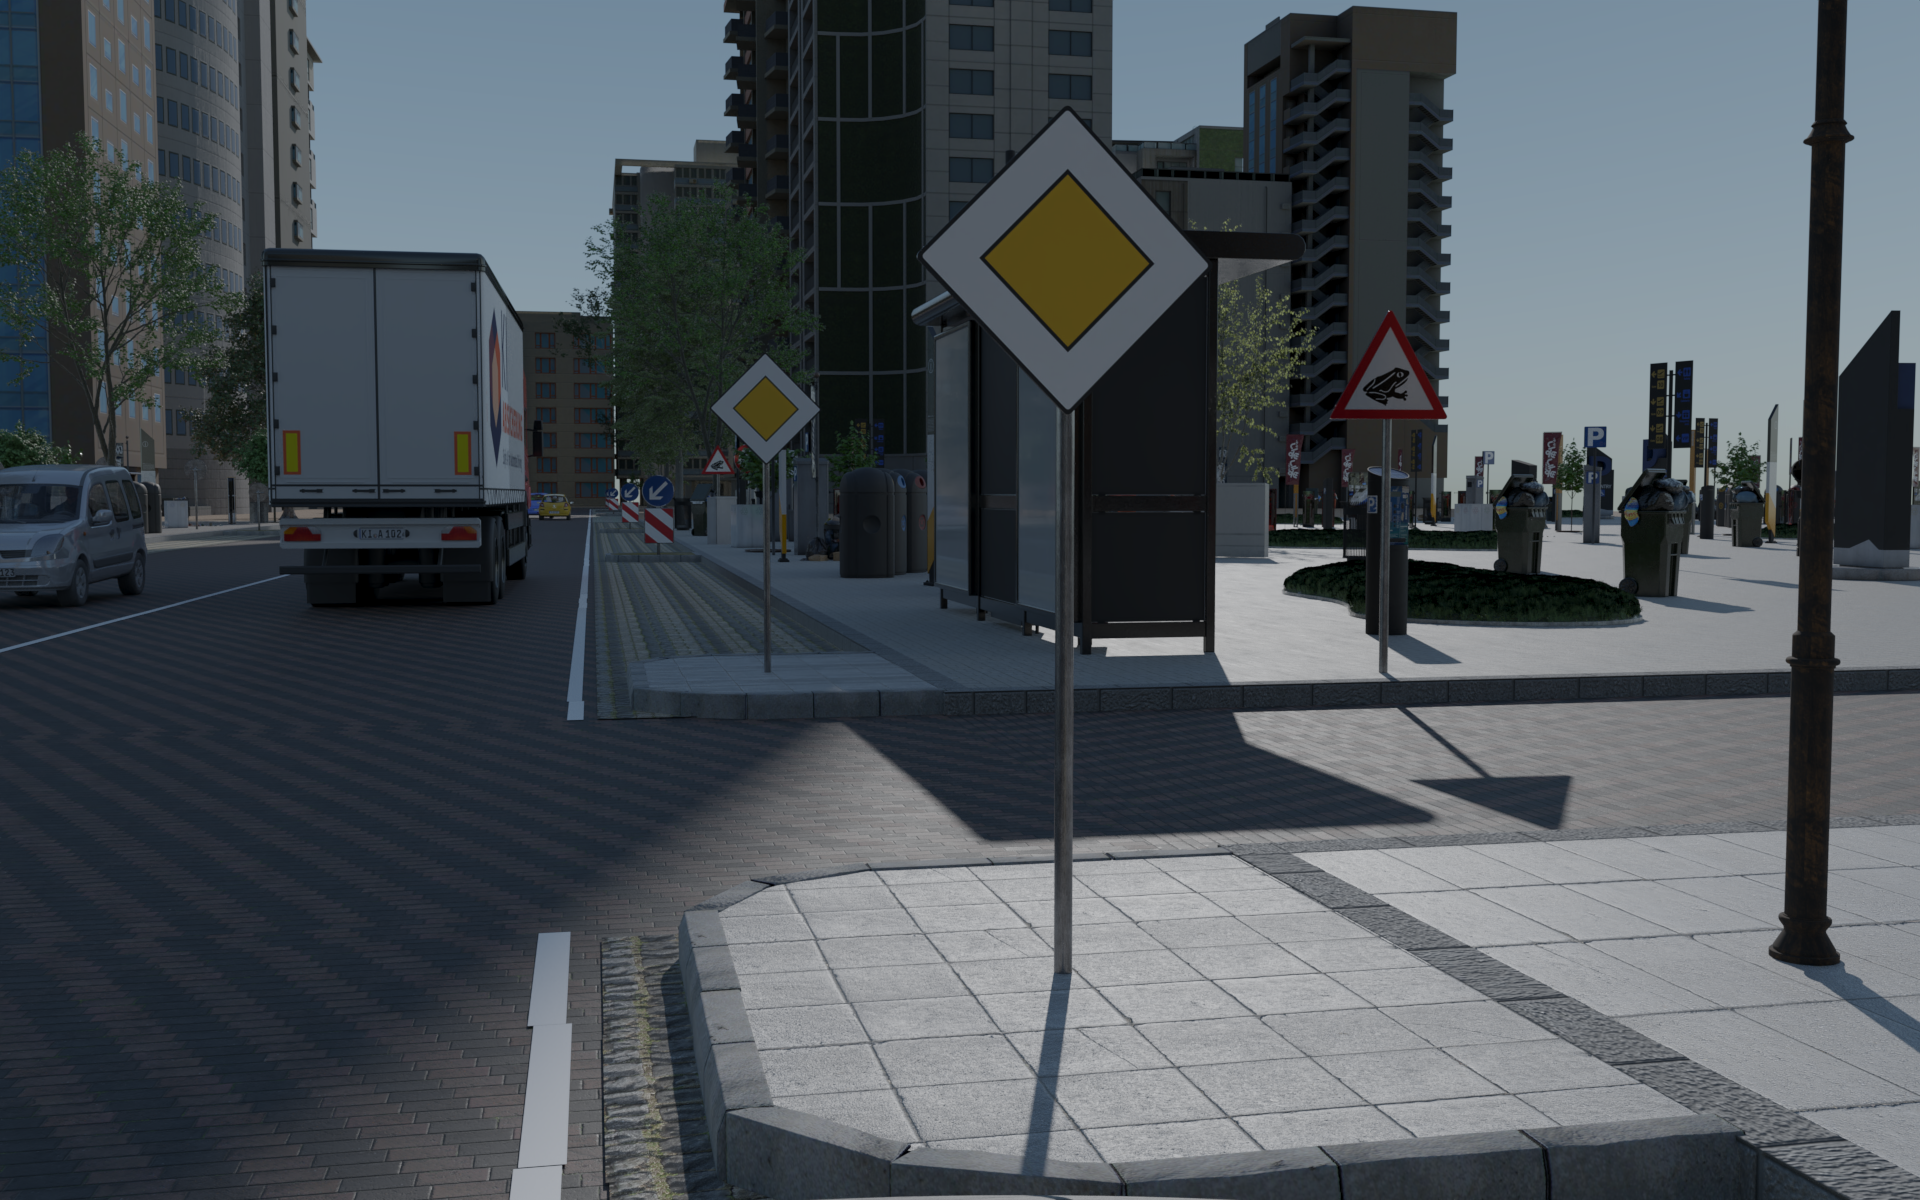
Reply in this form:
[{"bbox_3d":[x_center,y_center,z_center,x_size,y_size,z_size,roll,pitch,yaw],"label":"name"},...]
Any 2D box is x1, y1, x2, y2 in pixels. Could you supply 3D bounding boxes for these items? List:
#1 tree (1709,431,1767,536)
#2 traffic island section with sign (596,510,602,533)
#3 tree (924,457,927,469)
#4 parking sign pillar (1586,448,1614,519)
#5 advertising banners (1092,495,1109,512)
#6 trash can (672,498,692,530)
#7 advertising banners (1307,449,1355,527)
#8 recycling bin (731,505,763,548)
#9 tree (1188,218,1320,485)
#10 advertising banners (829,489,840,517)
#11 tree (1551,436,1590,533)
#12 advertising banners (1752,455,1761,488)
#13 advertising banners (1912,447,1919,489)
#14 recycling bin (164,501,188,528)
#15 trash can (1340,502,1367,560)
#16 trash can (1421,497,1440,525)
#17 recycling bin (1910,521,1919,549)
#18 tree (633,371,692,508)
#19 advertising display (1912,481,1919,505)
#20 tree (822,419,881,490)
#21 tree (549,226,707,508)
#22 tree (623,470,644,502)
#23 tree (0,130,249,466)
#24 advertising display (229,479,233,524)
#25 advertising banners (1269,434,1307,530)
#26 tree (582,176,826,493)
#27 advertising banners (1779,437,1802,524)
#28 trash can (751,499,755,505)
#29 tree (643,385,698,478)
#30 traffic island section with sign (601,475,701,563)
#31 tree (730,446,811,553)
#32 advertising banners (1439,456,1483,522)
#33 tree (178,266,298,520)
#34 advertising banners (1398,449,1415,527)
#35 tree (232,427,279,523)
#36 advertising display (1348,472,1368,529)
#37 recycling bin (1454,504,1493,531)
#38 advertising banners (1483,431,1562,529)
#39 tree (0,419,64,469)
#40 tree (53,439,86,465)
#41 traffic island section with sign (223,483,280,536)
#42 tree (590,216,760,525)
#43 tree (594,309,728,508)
[{"bbox_3d":[23.910,-3.594,53.361,1.663,3.219,1.824,0,3,0],"label":"tree"},{"bbox_3d":[-12.288,-3.378,63.852,1.989,1.847,2.006,-1,4,-12],"label":"traffic island section with sign"},{"bbox_3d":[-0.969,-5.081,77.672,1.663,3.219,1.824,0,3,0],"label":"tree"},{"bbox_3d":[32.813,-6.136,88.792,1.447,3.967,1.447,0,4,-2],"label":"parking sign pillar"},{"bbox_3d":[1.787,-1.904,27.325,0.090,3.025,2.074,3,5,41],"label":"advertising banners"},{"bbox_3d":[-9.786,-3.029,61.177,0.748,1.137,0.748,0,3,0],"label":"trash can"},{"bbox_3d":[14.199,-4.323,66.868,2.074,3.025,0.090,0,4,4],"label":"advertising banners"},{"bbox_3d":[-5.087,-1.780,41.655,0.722,1.027,0.722,-1,4,-20],"label":"recycling bin"},{"bbox_3d":[7.096,-5.862,46.211,4.360,8.622,3.978,0,3,0],"label":"tree"},{"bbox_3d":[-3.702,-3.466,52.863,0.090,3.025,2.074,3,5,44],"label":"advertising banners"},{"bbox_3d":[20.656,-3.882,58.075,1.663,3.219,1.824,0,3,0],"label":"tree"},{"bbox_3d":[36.234,-4.958,77.254,2.074,3.025,0.090,3,5,39],"label":"advertising banners"},{"bbox_3d":[35.981,-4.179,64.513,2.074,3.025,0.090,-2,4,-32],"label":"advertising banners"},{"bbox_3d":[-29.734,-3.250,65.695,0.722,1.027,0.722,-2,4,-34],"label":"recycling bin"},{"bbox_3d":[7.611,-1.307,33.020,0.748,1.137,0.748,0,3,0],"label":"trash can"},{"bbox_3d":[19.851,-3.758,73.099,0.748,1.137,0.748,0,3,0],"label":"trash can"},{"bbox_3d":[22.055,-1.718,40.638,0.722,1.027,0.722,1,4,12],"label":"recycling bin"},{"bbox_3d":[-16.695,-8.954,96.763,4.737,8.622,4.395,0,3,0],"label":"tree"},{"bbox_3d":[46.388,-4.788,83.490,0.974,1.923,0.123,0,4,-6],"label":"advertising display"},{"bbox_3d":[-2.897,-3.084,45.022,1.663,3.219,1.824,0,3,0],"label":"tree"},{"bbox_3d":[-23.460,-16.477,125.288,12.611,20.169,13.585,0,3,0],"label":"tree"},{"bbox_3d":[-25.953,-8.727,137.286,1.663,3.219,1.824,0,3,0],"label":"tree"},{"bbox_3d":[-25.281,-7.662,51.036,9.928,11.665,9.643,0,3,0],"label":"tree"},{"bbox_3d":[-30.919,-4.173,73.444,0.123,1.923,0.974,-1,4,-23],"label":"advertising display"},{"bbox_3d":[8.999,-3.333,50.678,2.074,3.025,0.090,1,4,15],"label":"advertising banners"},{"bbox_3d":[-8.382,-8.099,58.179,9.928,11.665,9.643,0,3,0],"label":"tree"},{"bbox_3d":[25.739,-3.512,53.603,0.090,3.025,2.074,1,4,8],"label":"advertising banners"},{"bbox_3d":[-6.221,-2.606,54.260,0.748,1.137,0.748,0,3,0],"label":"trash can"},{"bbox_3d":[-18.426,-9.716,109.218,4.360,8.622,3.978,0,3,0],"label":"tree"},{"bbox_3d":[-6.574,-1.734,36.985,1.989,1.847,2.006,-1,4,-12],"label":"traffic island section with sign"},{"bbox_3d":[-4.369,-2.679,38.408,1.663,3.219,1.824,0,3,0],"label":"tree"},{"bbox_3d":[23.175,-5.117,79.852,2.074,3.025,0.090,1,4,9],"label":"advertising banners"},{"bbox_3d":[-33.537,-10.329,85.880,9.611,12.733,9.660,0,3,0],"label":"tree"},{"bbox_3d":[16.995,-4.269,65.988,0.090,3.025,2.074,0,4,-3],"label":"advertising banners"},{"bbox_3d":[-30.571,-5.724,77.299,4.285,4.588,4.351,0,3,0],"label":"tree"},{"bbox_3d":[11.777,-2.781,50.682,0.123,1.923,0.974,-3,5,-40],"label":"advertising display"},{"bbox_3d":[13.379,-1.994,45.154,0.722,1.027,0.722,-1,4,-18],"label":"recycling bin"},{"bbox_3d":[15.943,-3.231,49.017,2.074,3.025,0.090,2,4,32],"label":"advertising banners"},{"bbox_3d":[-41.086,-5.627,75.711,4.285,4.588,4.351,0,3,0],"label":"tree"},{"bbox_3d":[-31.517,-4.075,61.231,1.663,3.219,1.824,0,3,0],"label":"tree"},{"bbox_3d":[-24.442,-3.161,60.303,1.989,1.847,2.006,-1,4,-12],"label":"traffic island section with sign"},{"bbox_3d":[-11.287,-9.332,70.703,7.486,12.596,7.792,0,3,0],"label":"tree"},{"bbox_3d":[-13.630,-9.001,81.573,7.601,10.594,8.767,-1,4,-13],"label":"tree"}]
